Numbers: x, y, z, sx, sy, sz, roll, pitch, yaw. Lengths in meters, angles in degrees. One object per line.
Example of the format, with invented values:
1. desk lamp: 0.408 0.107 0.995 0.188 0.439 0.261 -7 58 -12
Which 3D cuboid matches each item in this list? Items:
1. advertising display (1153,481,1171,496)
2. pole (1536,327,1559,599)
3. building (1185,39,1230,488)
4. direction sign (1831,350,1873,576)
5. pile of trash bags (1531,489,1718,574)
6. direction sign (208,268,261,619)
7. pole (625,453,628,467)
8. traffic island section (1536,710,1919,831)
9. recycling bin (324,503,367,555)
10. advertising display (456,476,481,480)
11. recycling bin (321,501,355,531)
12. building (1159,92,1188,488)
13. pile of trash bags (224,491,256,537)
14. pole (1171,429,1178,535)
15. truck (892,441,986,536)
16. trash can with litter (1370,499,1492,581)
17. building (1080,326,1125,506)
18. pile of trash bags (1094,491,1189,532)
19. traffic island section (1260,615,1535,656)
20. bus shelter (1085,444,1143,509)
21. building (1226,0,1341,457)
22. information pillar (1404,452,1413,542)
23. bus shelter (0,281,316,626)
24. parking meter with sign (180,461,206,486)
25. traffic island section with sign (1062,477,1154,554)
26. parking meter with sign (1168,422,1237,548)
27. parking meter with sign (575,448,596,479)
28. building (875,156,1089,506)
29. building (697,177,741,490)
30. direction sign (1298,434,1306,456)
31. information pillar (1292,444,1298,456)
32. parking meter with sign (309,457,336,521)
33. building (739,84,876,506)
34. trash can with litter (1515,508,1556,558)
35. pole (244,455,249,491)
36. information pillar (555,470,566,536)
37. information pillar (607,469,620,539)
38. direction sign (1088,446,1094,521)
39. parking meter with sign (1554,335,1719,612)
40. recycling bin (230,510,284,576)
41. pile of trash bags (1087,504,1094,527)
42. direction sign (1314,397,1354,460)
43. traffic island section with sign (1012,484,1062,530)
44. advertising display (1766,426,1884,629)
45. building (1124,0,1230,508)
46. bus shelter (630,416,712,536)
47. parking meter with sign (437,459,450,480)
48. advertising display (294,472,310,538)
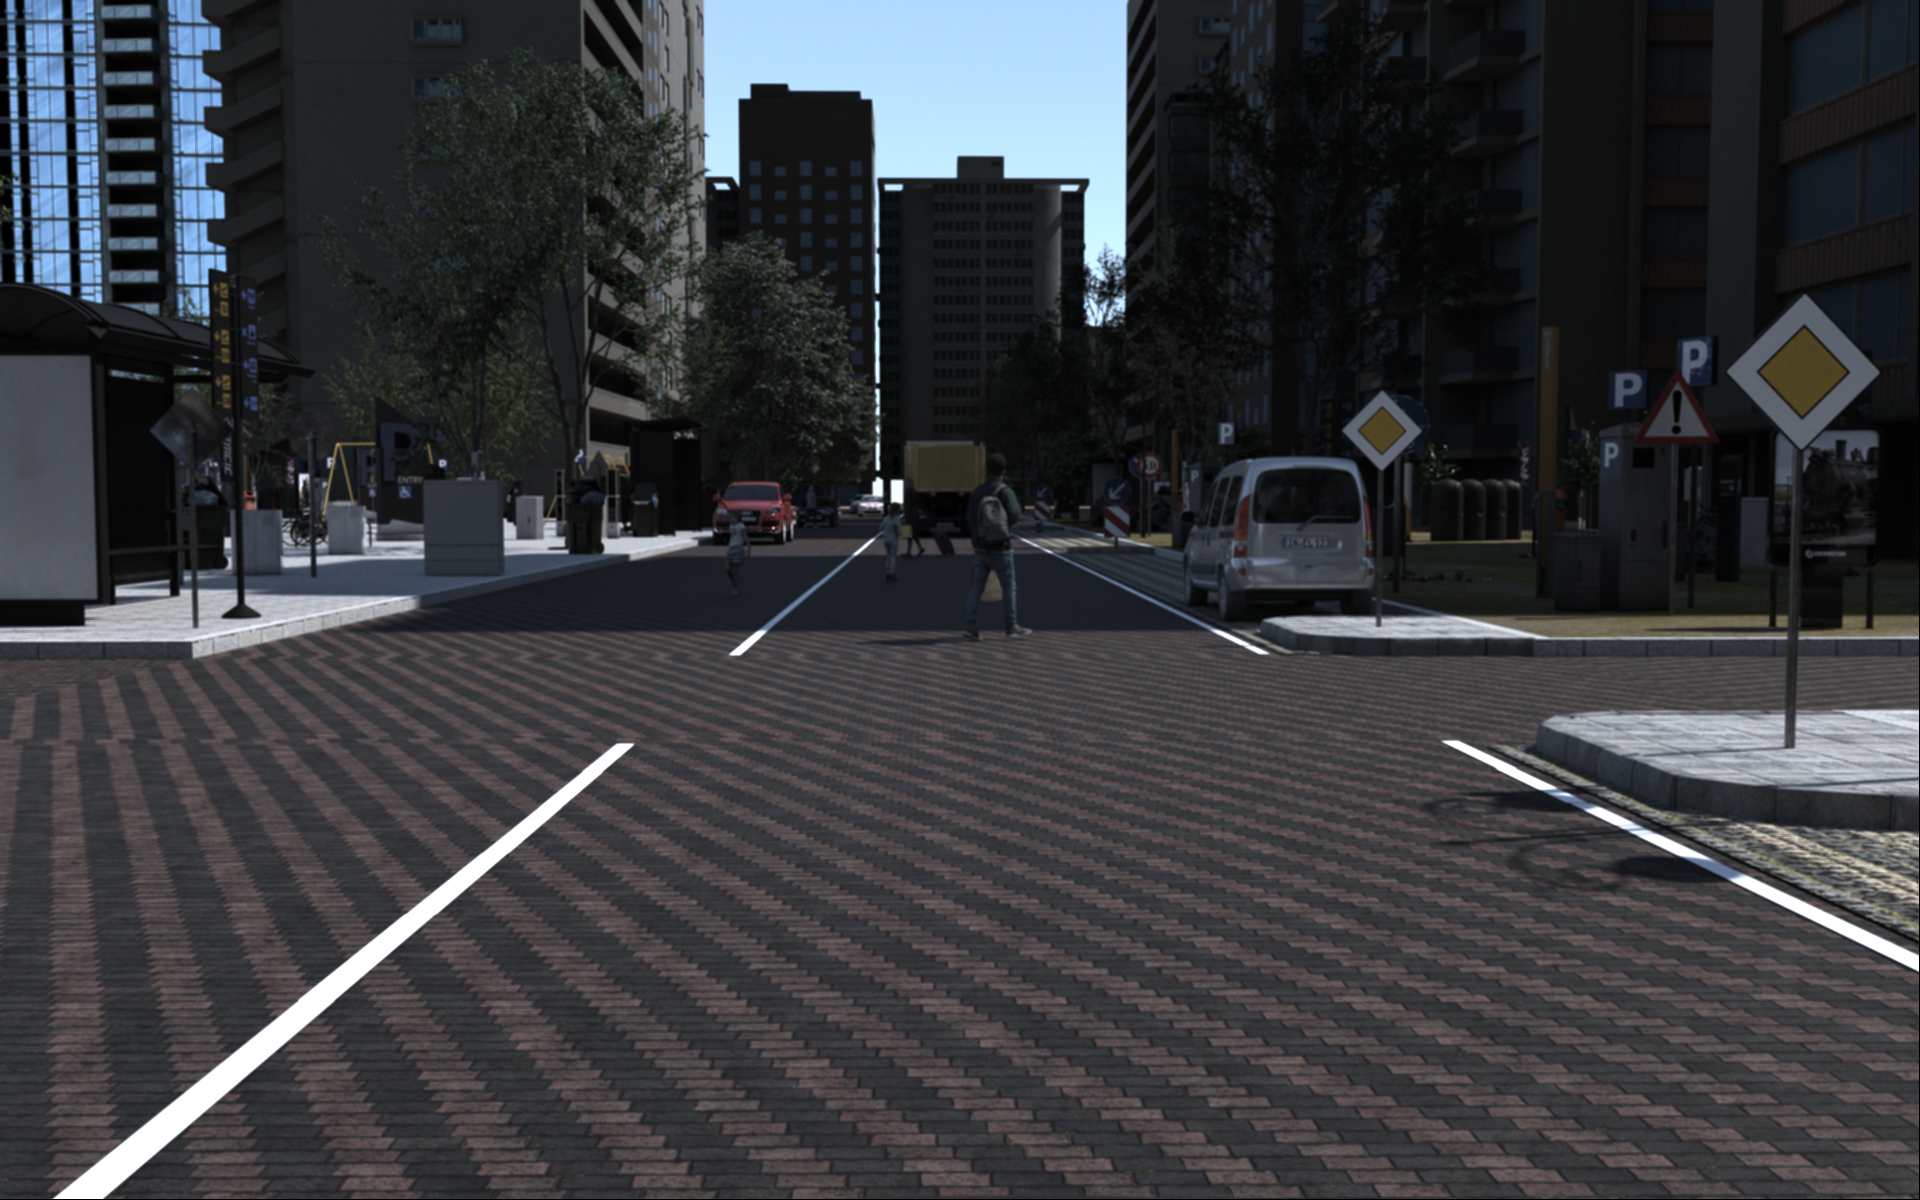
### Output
1. advertising display: 9.924 -4.876 84.935 0.974 1.923 0.123 2 4 31
2. pole: 7.209 -1.676 21.241 0.158 3.312 0.155 0 3 0
3. building: 23.219 -20.947 114.189 14.160 30.474 14.107 0 4 -1
4. direction sign: 13.951 -2.150 27.155 0.876 3.537 0.379 -2 4 -26
5. pile of trash bags: 11.405 -1.200 29.374 3.447 1.369 1.912 3 4 38
6. direction sign: -7.468 -1.584 17.895 0.379 3.537 0.876 0 4 6
7. pole: -16.364 -5.581 85.091 0.158 3.312 0.155 0 3 0
8. traffic island section: 4.215 0.826 8.769 2.009 0.180 2.903 0 4 -1
9. recycling bin: -13.084 -1.494 36.985 0.722 1.027 0.722 -1 4 -13
10. advertising display: -17.541 -3.471 61.963 0.974 1.923 0.123 -2 4 -27
11. recycling bin: -20.997 -2.797 58.288 0.722 1.027 0.722 3 4 38
12. building: 21.560 -21.807 128.242 14.160 30.474 14.107 0 4 -1
13. pile of trash bags: -22.245 -2.559 51.594 1.912 1.369 3.447 1 4 16
14. pole: 6.762 -3.716 54.598 0.158 3.312 0.155 0 3 0
15. truck: -0.664 -4.056 62.243 3.469 3.379 9.791 0 4 -3
16. trash can with litter: 6.757 -0.901 25.791 2.233 1.210 1.678 1 4 19
17. building: 28.807 -21.750 200.644 28.899 21.520 27.650 0 4 -1
18. pile of trash bags: 6.573 -3.026 59.225 1.912 1.369 3.447 -3 5 -39
19. traffic island section: 4.066 0.338 16.753 2.009 0.180 2.903 0 4 -1
20. bus shelter: 6.487 -4.803 72.452 2.014 3.302 5.546 0 4 -1
21. building: 23.567 -27.492 99.613 14.600 45.320 14.200 0 4 -1
22. information pillar: 11.923 -3.347 46.076 0.183 3.616 0.504 0 4 -1
23. bus shelter: -9.145 -1.552 19.305 2.014 3.302 5.546 0 4 -1
24. parking meter with sign: -18.330 -2.709 40.555 1.738 3.016 0.543 0 4 0
25. traffic island section with sign: 3.603 -2.033 41.872 1.989 1.847 2.006 0 4 -1
26. parking meter with sign: 5.843 -2.771 41.568 1.738 3.016 0.543 -3 4 -38
27. parking meter with sign: -13.859 -4.226 65.362 1.738 3.016 0.543 3 4 38
28. building: 2.325 -31.185 201.750 23.993 40.220 32.217 0 4 -1
29. building: -36.435 -31.125 200.770 23.993 40.220 32.217 0 4 -1
30. direction sign: 13.097 -4.464 64.989 0.876 3.537 0.379 2 4 35
31. information pillar: 15.683 -5.501 81.292 0.183 3.616 0.504 -1 4 -14
32. parking meter with sign: -30.233 -5.244 81.996 1.738 3.016 0.543 3 4 38
33. building: -16.608 -33.182 192.640 14.200 45.320 14.600 0 4 -1
34. trash can with litter: 12.046 -1.463 34.984 2.233 1.210 1.678 -3 5 -40
35. pole: -36.956 -5.864 89.713 0.158 3.312 0.155 0 3 0
36. information pillar: -12.162 -2.970 53.049 0.304 2.012 0.304 2 4 31
37. information pillar: -10.003 -2.782 49.980 0.304 2.012 0.304 0 4 5
38. direction sign: 6.146 -5.448 81.064 0.876 3.537 0.379 3 5 44
39. parking meter with sign: 7.417 -1.395 19.075 1.738 3.016 0.543 -1 4 -19
40. recycling bin: -11.190 -0.919 27.583 0.722 1.027 0.722 -1 4 -18
41. pile of trash bags: 5.807 -3.496 66.907 1.912 1.369 3.447 1 4 11
42. direction sign: 8.873 -2.988 40.854 0.876 3.537 0.379 3 5 44
43. traffic island section with sign: 3.099 -3.682 68.823 1.989 1.847 2.006 0 4 -1
44. advertising display: 8.261 -0.695 16.573 0.974 1.923 0.123 1 4 15
45. building: 25.767 -31.935 145.840 21.300 48.544 21.600 0 4 -1
46. bus shelter: -9.196 -3.927 55.484 1.731 3.624 6.357 0 4 -1
47. parking meter with sign: -25.279 -5.502 86.218 1.738 3.016 0.543 3 5 40
48. advertising display: -19.197 -2.782 50.704 0.123 1.923 0.974 0 4 3
